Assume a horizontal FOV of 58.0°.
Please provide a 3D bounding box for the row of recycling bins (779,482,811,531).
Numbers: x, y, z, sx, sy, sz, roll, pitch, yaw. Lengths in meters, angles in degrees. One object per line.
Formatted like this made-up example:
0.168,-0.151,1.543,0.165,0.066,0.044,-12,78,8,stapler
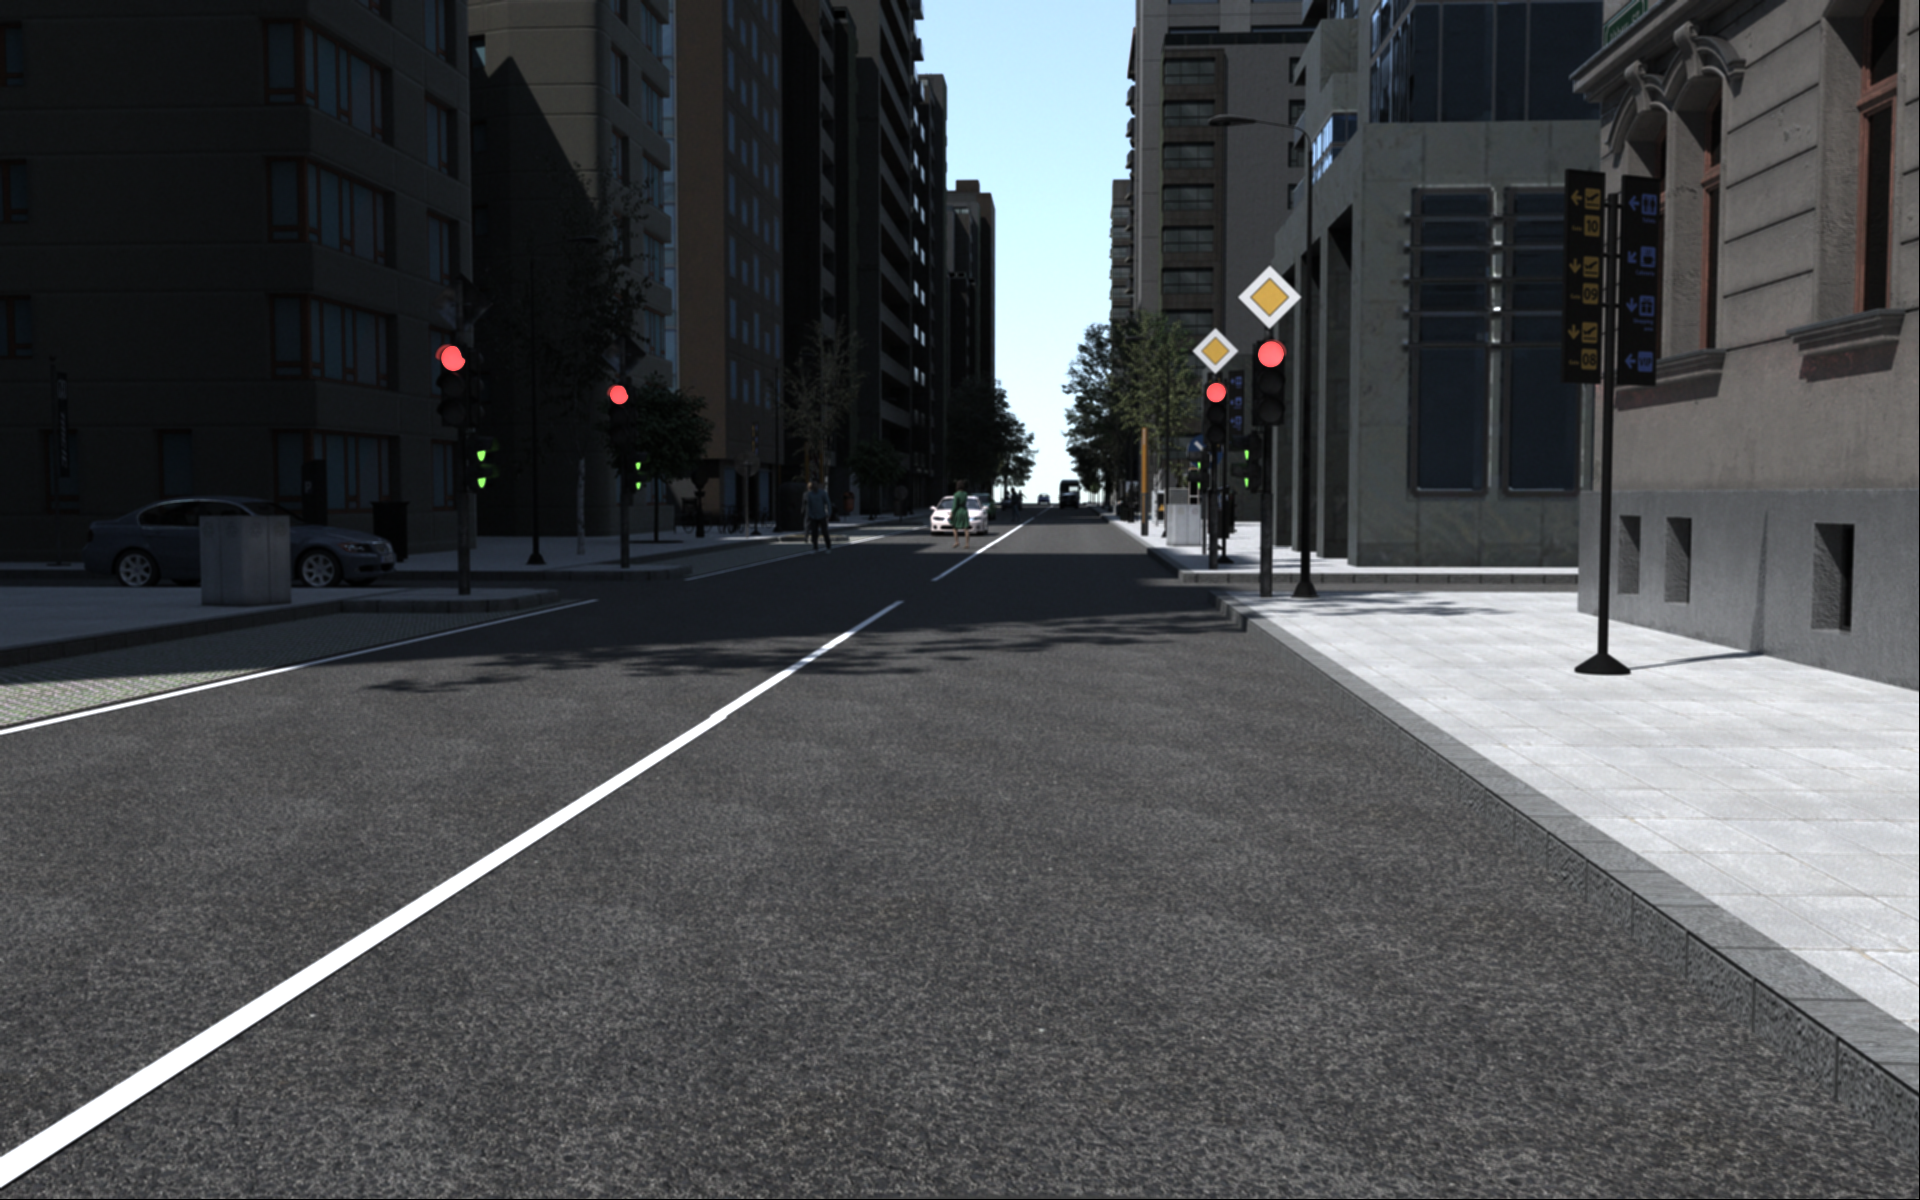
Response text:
-5.751,-3.299,61.053,1.069,1.692,3.534,0,4,4,row of recycling bins

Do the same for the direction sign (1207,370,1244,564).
4.892,-2.447,32.008,0.379,3.537,0.876,-3,5,-39,direction sign

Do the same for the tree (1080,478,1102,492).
19.368,-16.645,255.851,4.285,4.588,4.351,0,3,0,tree

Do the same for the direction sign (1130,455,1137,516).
10.199,-6.723,101.916,0.379,3.537,0.876,-1,4,-16,direction sign

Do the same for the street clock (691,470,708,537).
-7.693,-2.853,51.220,0.471,2.002,0.358,-3,5,-42,street clock

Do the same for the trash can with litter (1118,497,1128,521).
7.859,-4.395,83.242,0.624,1.170,1.055,0,4,0,trash can with litter

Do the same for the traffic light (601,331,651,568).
-5.802,-2.511,29.976,0.839,4.253,0.868,0,4,4,traffic light

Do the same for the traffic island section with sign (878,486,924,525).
-2.683,-4.327,79.367,1.989,1.847,2.006,0,4,4,traffic island section with sign

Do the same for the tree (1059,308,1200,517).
9.402,-10.376,95.400,9.928,11.665,9.643,0,3,0,tree

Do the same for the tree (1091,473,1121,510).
12.206,-9.033,142.283,1.663,3.219,1.824,0,3,0,tree

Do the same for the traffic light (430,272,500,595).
-6.313,-2.024,22.008,0.839,4.253,0.868,0,4,4,traffic light

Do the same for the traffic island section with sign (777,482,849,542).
-4.405,-2.681,52.467,1.989,1.847,2.006,0,4,4,traffic island section with sign

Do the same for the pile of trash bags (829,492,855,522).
-6.287,-4.320,80.381,3.447,1.369,1.912,-3,5,-43,pile of trash bags

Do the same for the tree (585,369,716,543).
-8.127,-3.794,45.738,4.285,4.588,4.351,0,3,0,tree

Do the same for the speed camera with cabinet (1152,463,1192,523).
9.563,-5.052,76.940,2.038,3.252,0.660,1,4,11,speed camera with cabinet

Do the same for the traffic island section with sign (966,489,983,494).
0.464,-7.326,128.413,1.989,1.847,2.006,0,4,4,traffic island section with sign

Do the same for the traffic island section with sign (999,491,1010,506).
5.839,-12.441,212.030,1.989,1.847,2.006,0,4,4,traffic island section with sign

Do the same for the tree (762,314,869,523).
-5.677,-7.370,70.861,4.360,8.622,3.978,0,3,0,tree

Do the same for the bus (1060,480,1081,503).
14.571,-14.334,229.221,2.948,3.499,13.247,0,4,4,bus

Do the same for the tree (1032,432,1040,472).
7.088,-21.888,264.528,9.857,13.997,8.962,0,3,0,tree

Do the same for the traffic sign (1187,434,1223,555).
5.174,-2.232,36.607,0.768,2.556,0.104,1,4,10,traffic sign

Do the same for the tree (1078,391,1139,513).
10.028,-10.029,114.331,4.360,8.622,3.978,0,3,0,tree

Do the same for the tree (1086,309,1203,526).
7.776,-7.225,68.493,4.737,8.622,4.395,0,3,0,tree

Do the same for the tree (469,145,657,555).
-8.201,-5.283,36.739,4.360,8.622,3.978,0,3,0,tree

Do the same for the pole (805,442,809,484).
-5.940,-4.491,67.263,0.158,3.312,0.155,0,3,0,pole

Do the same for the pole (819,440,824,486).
-5.209,-4.362,65.168,0.158,3.312,0.155,0,3,0,pole

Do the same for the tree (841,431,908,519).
-4.444,-6.504,90.048,4.285,4.588,4.351,0,3,0,tree

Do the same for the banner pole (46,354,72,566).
-16.196,-2.519,31.195,0.401,3.779,0.863,0,4,-6,banner pole

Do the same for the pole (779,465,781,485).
-8.914,-5.595,85.324,0.158,3.312,0.155,0,3,0,pole

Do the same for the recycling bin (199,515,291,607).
-8.306,-0.464,20.141,0.722,1.027,0.722,2,4,25,recycling bin

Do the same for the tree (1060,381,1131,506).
15.997,-17.305,189.583,9.857,13.997,8.962,0,3,0,tree

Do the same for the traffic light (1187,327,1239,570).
4.290,-2.473,29.347,0.839,4.253,0.868,0,4,4,traffic light

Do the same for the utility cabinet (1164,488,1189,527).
8.279,-3.490,65.742,1.173,1.500,0.318,-3,4,-37,utility cabinet

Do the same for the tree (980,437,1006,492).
3.279,-15.592,205.288,4.737,8.622,4.395,0,3,0,tree

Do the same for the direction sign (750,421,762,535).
-6.397,-3.803,54.175,0.379,3.537,0.876,-1,4,-17,direction sign

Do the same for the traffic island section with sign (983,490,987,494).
2.205,-8.984,155.510,1.989,1.847,2.006,0,4,4,traffic island section with sign

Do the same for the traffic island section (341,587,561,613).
-6.353,0.008,22.145,2.009,0.180,2.903,0,4,4,traffic island section

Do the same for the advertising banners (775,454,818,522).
-7.175,-4.887,76.082,2.074,3.025,0.090,1,4,20,advertising banners

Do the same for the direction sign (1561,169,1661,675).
4.618,-1.244,12.344,0.876,3.537,0.379,-2,4,-25,direction sign

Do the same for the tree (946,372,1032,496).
1.062,-16.721,180.051,9.857,13.997,8.962,0,3,0,tree

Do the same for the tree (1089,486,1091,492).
17.183,-13.876,221.469,1.663,3.219,1.824,0,3,0,tree

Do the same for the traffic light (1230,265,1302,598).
3.778,-1.985,21.378,0.839,4.253,0.868,0,4,4,traffic light

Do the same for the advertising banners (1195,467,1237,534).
8.207,-3.653,55.921,2.074,3.025,0.090,-3,4,-38,advertising banners

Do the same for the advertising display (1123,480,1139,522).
7.974,-4.620,80.751,0.974,1.923,0.123,-3,5,-42,advertising display

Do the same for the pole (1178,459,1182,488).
12.778,-6.537,100.721,0.158,3.312,0.155,0,3,0,pole

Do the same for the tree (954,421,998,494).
1.469,-13.510,171.242,4.360,8.622,3.978,0,3,0,tree

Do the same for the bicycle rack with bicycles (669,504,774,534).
-8.016,-2.673,57.086,2.852,0.926,2.925,1,4,18,bicycle rack with bicycles

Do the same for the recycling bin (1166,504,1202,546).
5.534,-1.851,42.812,0.722,1.027,0.722,0,4,-8,recycling bin

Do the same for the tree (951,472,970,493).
-0.142,-9.726,153.619,1.663,3.219,1.824,0,3,0,tree

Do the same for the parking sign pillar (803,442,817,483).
-7.825,-6.214,90.076,1.447,3.967,1.447,-1,4,-18,parking sign pillar

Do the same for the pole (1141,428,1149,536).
5.679,-3.628,53.155,0.158,3.312,0.155,0,3,0,pole

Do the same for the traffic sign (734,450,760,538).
-6.205,-3.076,50.400,0.768,2.556,0.104,0,4,4,traffic sign
